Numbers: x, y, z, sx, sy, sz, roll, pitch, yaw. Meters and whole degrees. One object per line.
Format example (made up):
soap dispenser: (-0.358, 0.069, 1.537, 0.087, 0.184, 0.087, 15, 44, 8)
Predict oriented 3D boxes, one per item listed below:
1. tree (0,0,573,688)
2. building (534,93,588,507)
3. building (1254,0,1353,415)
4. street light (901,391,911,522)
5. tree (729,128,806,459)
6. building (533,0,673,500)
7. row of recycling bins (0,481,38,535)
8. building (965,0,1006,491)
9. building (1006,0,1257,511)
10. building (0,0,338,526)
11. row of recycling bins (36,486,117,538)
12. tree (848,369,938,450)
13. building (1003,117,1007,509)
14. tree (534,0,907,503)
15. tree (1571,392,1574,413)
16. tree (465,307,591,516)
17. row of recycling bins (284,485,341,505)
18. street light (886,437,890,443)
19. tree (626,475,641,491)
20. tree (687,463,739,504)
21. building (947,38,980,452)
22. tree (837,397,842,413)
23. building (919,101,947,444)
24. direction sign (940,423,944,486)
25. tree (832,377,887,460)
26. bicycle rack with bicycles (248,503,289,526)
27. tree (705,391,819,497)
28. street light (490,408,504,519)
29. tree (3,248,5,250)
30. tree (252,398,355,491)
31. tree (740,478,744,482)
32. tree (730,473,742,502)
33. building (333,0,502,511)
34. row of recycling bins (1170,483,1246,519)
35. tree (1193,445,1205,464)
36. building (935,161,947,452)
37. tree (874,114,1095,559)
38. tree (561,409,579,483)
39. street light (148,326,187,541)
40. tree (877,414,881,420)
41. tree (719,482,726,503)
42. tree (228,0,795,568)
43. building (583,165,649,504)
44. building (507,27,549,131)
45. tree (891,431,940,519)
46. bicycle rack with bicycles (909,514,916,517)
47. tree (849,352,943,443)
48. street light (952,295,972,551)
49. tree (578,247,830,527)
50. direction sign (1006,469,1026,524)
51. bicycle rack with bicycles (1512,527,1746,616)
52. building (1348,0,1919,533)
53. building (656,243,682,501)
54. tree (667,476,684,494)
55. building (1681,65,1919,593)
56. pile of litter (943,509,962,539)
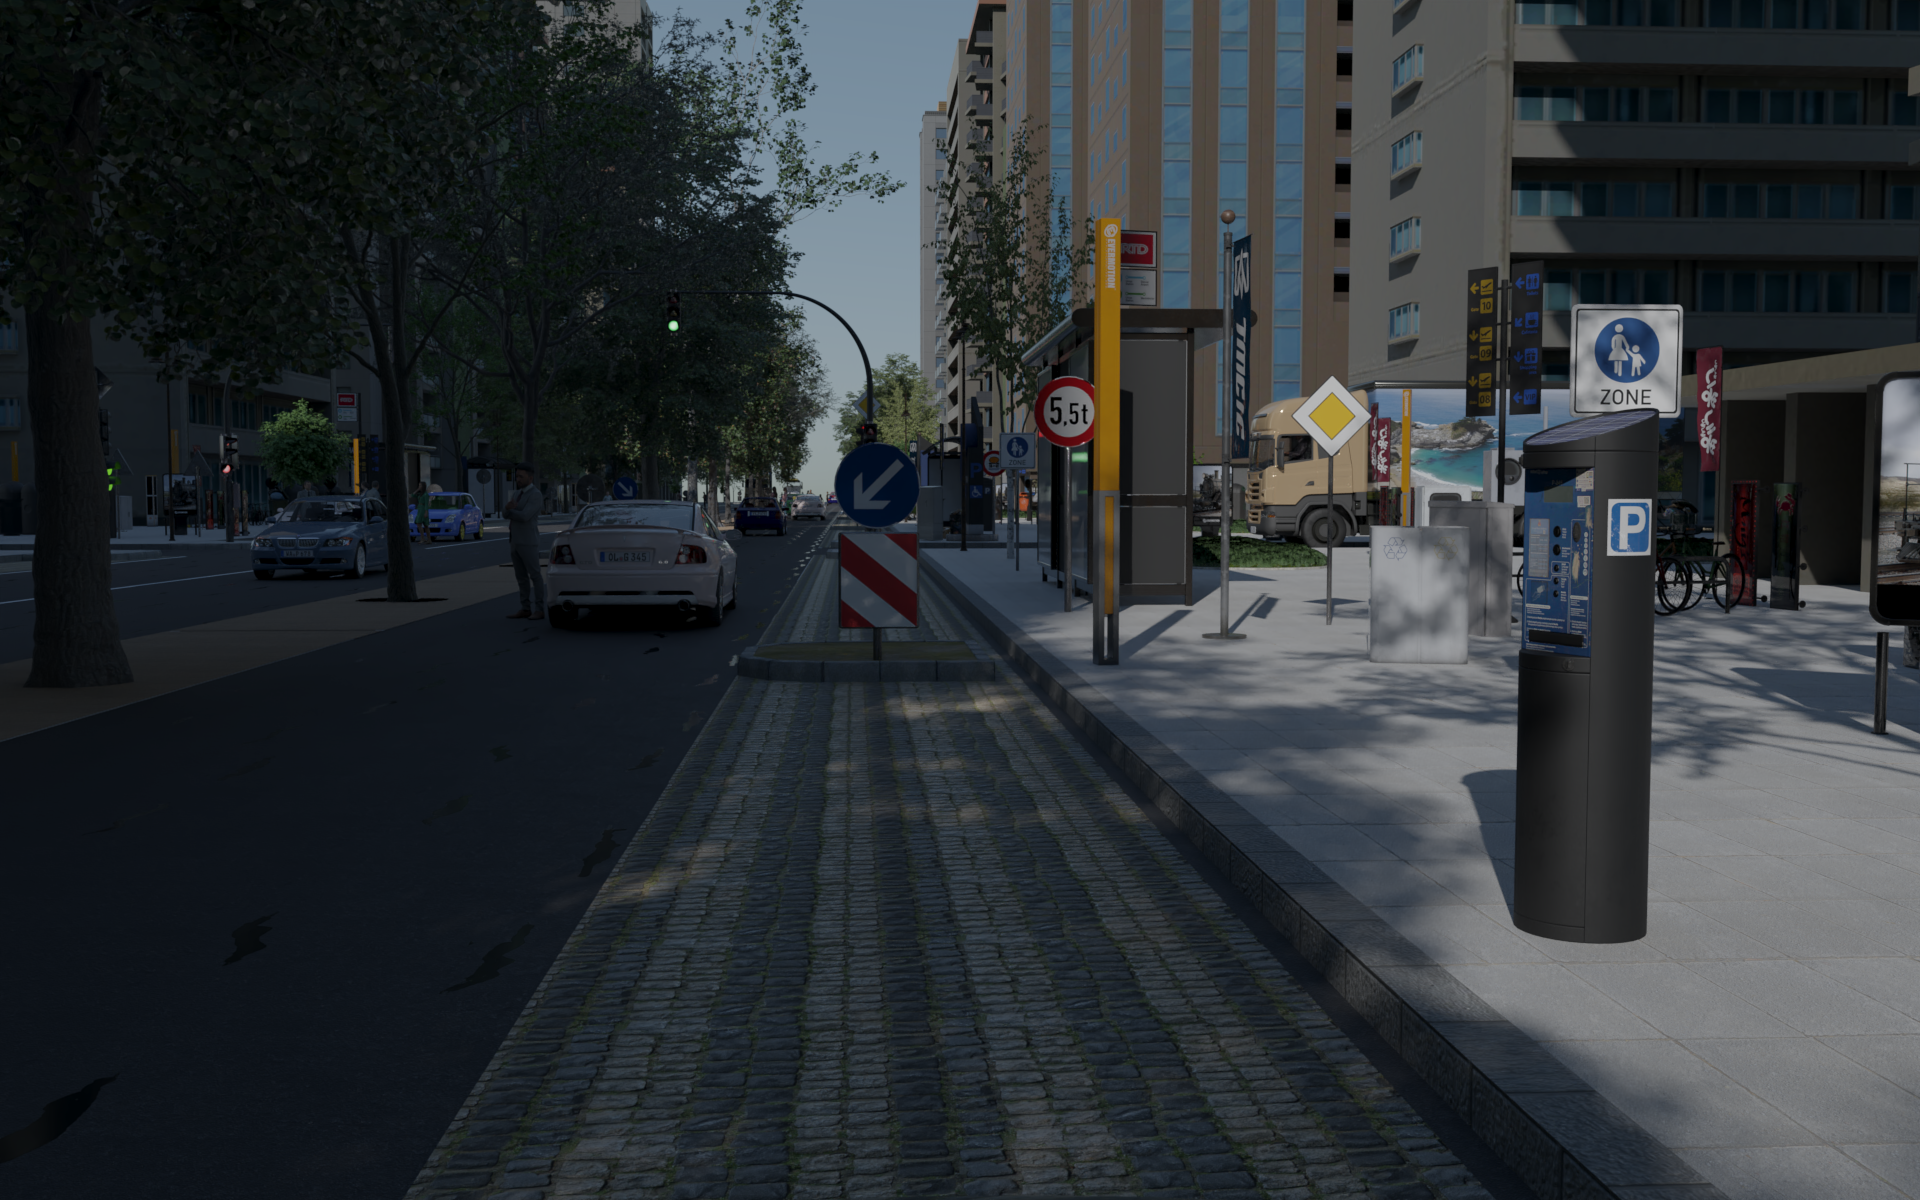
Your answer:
tree: (-6.586, -6.323, 12.497, 9.857, 13.997, 8.962, 0, 3, 0)
building: (-44.967, -29.749, 169.984, 14.154, 41.232, 14.086, 0, 4, -4)
building: (14.181, -26.659, 85.993, 14.600, 45.320, 14.200, 0, 4, -4)
street light: (-2.441, -6.442, 78.115, 0.468, 5.910, 1.993, 0, 4, -4)
tree: (-9.031, -8.644, 50.441, 9.857, 13.997, 8.962, 0, 3, 0)
building: (-52.493, -49.619, 249.518, 20.563, 71.187, 20.611, 0, 4, -4)
row of recycling bins: (-29.533, -2.919, 54.841, 3.534, 1.692, 1.069, 1, 4, 12)
building: (11.852, -30.536, 153.887, 22.147, 44.769, 28.867, 0, 4, -4)
building: (10.556, -28.416, 114.715, 14.600, 45.320, 14.200, 0, 4, -4)
building: (-42.300, -27.758, 77.544, 21.300, 48.544, 21.600, 0, 4, -4)
row of recycling bins: (-25.909, -2.689, 51.085, 3.534, 1.692, 1.069, 3, 5, 42)
tree: (-5.000, -11.892, 128.850, 7.601, 10.594, 8.767, 0, 4, 8)
building: (10.092, -22.081, 132.726, 14.160, 30.474, 14.107, 0, 4, -4)
tree: (-8.666, -12.522, 63.085, 12.611, 20.169, 13.585, 0, 3, 0)
tree: (3.596, -4.623, 1.340, 9.928, 11.665, 9.643, 0, 3, 0)
tree: (-25.453, -11.260, 102.235, 7.486, 12.596, 7.792, 0, 3, 0)
row of recycling bins: (-28.324, -4.213, 76.000, 1.069, 1.692, 3.534, 1, 4, 14)
street light: (-5.067, -9.117, 121.844, 0.468, 5.910, 1.993, 0, 4, -4)
tree: (-28.909, -9.704, 153.257, 1.663, 3.219, 1.824, 0, 3, 0)
tree: (-34.449, -19.365, 234.750, 7.486, 12.596, 7.792, 0, 3, 0)
building: (9.842, -33.956, 178.882, 21.300, 48.544, 21.600, 0, 4, -4)
tree: (-11.532, -10.567, 85.593, 12.009, 13.543, 11.850, 0, 3, 0)
building: (4.333, -44.338, 266.927, 21.231, 58.520, 28.212, 0, 4, -4)
direction sign: (-0.582, -3.885, 55.519, 0.379, 3.537, 0.876, 0, 4, 6)
tree: (-8.935, -16.993, 184.484, 9.857, 13.997, 8.962, 0, 3, 0)
bicycle rack with bicycles: (-27.994, -3.486, 70.385, 2.852, 0.926, 2.925, 0, 4, 6)
tree: (-12.884, -10.508, 108.670, 8.767, 10.594, 7.601, 0, 4, -4)
street light: (-24.183, -7.208, 90.638, 0.468, 5.910, 1.993, 0, 4, -4)
tree: (-20.171, -6.763, 28.710, 7.486, 12.596, 7.792, 0, 3, 0)
tree: (-22.412, -4.597, 58.871, 4.285, 4.588, 4.351, 0, 3, 0)
tree: (-35.566, -21.236, 265.341, 7.486, 12.596, 7.792, 0, 3, 0)
tree: (-35.919, -19.820, 274.426, 4.737, 8.622, 4.395, 0, 3, 0)
building: (-41.328, -27.124, 127.073, 14.154, 41.232, 14.086, 0, 4, -4)
row of recycling bins: (9.354, -3.570, 65.477, 3.534, 1.692, 1.069, -2, 4, -35)
tree: (9.162, -4.500, 68.183, 1.663, 3.219, 1.824, 0, 3, 0)
building: (8.046, -37.824, 238.031, 23.786, 49.044, 30.456, 0, 4, -4)
tree: (1.162, -5.110, 33.916, 4.737, 8.622, 4.395, 0, 3, 0)
tree: (-27.110, -13.413, 136.308, 9.611, 12.733, 9.660, 0, 3, 0)
street light: (-21.577, -4.555, 47.255, 0.468, 5.910, 1.993, 0, 4, -4)
tree: (-6.032, -12.273, 151.027, 4.360, 8.622, 3.978, 0, 3, 0)
tree: (-34.788, -15.863, 253.955, 1.663, 3.219, 1.824, 0, 3, 0)
tree: (-8.468, -7.393, 33.699, 12.009, 13.543, 11.850, 0, 3, 0)
building: (-51.653, -34.916, 225.498, 22.147, 44.769, 28.867, 0, 4, -4)
building: (-47.489, -30.180, 148.062, 22.147, 44.769, 28.867, 0, 4, -4)
tree: (-2.320, -6.504, 90.052, 4.285, 4.588, 4.351, 0, 3, 0)
bicycle rack with bicycles: (-2.743, -5.030, 95.630, 2.852, 0.926, 2.925, -1, 4, -16)
tree: (-4.797, -13.505, 138.927, 7.486, 12.596, 7.792, 0, 3, 0)
street light: (0.084, -4.041, 38.859, 0.468, 5.910, 1.993, 0, 4, -4)
tree: (-10.645, -9.476, 74.403, 9.611, 12.733, 9.660, 0, 3, 0)
direction sign: (2.362, -4.967, 73.212, 0.876, 3.537, 0.379, -1, 4, -13)
bicycle rack with bicycles: (7.354, -0.350, 19.103, 2.925, 0.926, 2.852, -1, 4, -13)
building: (26.521, -27.025, 65.557, 21.600, 48.544, 21.300, 0, 4, -4)
building: (-50.952, -35.765, 268.350, 14.154, 41.232, 14.086, 0, 4, -4)
tree: (-30.314, -11.559, 183.598, 1.663, 3.219, 1.824, 0, 3, 0)
building: (21.946, -21.940, 13.340, 22.147, 44.769, 28.867, 0, 4, -4)
pile of litter: (-0.346, -2.221, 50.279, 1.176, 0.858, 1.719, 1, 4, 21)
